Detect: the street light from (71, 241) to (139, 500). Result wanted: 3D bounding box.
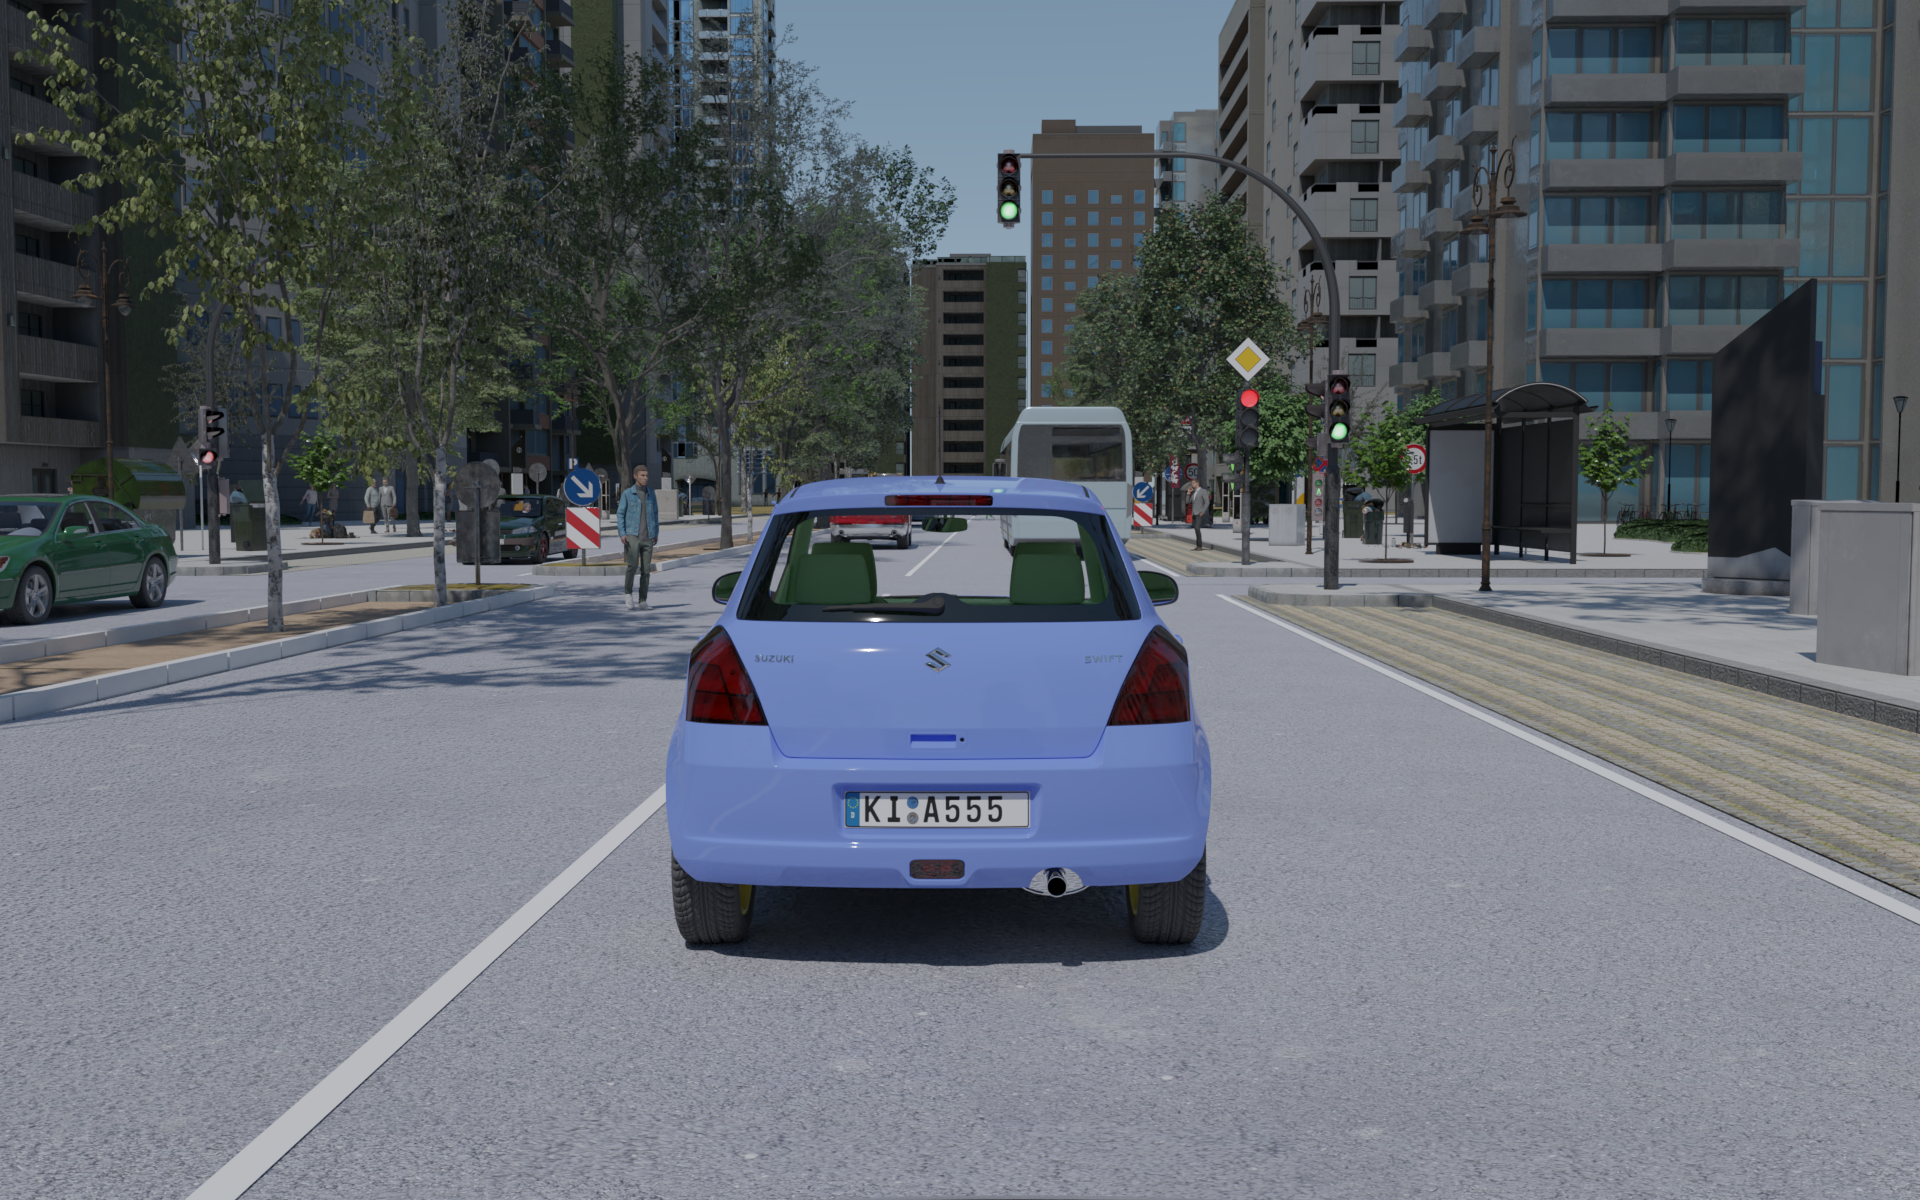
[{"bbox_3d":[-15.707,-3.619,31.954,0.468,5.910,1.993,0,4,1],"label":"street light"}]

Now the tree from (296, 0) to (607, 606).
[{"bbox_3d":[-6.628,-4.234,22.047,4.360,8.622,3.978,0,3,0],"label":"tree"}]

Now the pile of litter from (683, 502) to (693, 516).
[{"bbox_3d":[-16.694,-5.476,103.492,1.719,0.858,1.176,-1,4,-17],"label":"pile of litter"}]

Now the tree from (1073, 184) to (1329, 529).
[{"bbox_3d":[9.047,-9.030,64.641,9.611,12.733,9.660,0,3,0],"label":"tree"}]

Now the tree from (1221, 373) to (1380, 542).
[{"bbox_3d":[8.590,-3.879,47.128,4.285,4.588,4.351,0,3,0],"label":"tree"}]

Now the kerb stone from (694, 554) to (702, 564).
[{"bbox_3d":[-5.508,-0.817,35.652,0.120,0.150,1.000,0,4,1],"label":"kerb stone"}]

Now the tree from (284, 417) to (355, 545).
[{"bbox_3d":[-15.982,-3.003,43.703,1.663,3.219,1.824,0,3,0],"label":"tree"}]

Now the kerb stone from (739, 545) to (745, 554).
[{"bbox_3d":[-5.375,-1.199,41.797,0.120,0.150,1.000,0,4,1],"label":"kerb stone"}]

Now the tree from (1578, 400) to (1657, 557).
[{"bbox_3d":[13.411,-2.505,35.558,1.663,3.219,1.824,0,3,0],"label":"tree"}]

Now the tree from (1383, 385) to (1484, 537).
[{"bbox_3d":[14.184,-4.148,51.529,4.285,4.588,4.351,0,3,0],"label":"tree"}]

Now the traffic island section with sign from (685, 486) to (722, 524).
[{"bbox_3d":[-12.163,-4.593,83.716,1.989,1.847,2.006,0,4,1],"label":"traffic island section with sign"}]

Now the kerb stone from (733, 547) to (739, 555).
[{"bbox_3d":[-5.390,-1.136,40.773,0.120,0.150,1.000,0,4,1],"label":"kerb stone"}]

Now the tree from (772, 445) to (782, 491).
[{"bbox_3d":[-14.120,-11.991,146.408,4.360,8.622,3.978,0,3,0],"label":"tree"}]

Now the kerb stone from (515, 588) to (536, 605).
[{"bbox_3d":[-5.800,-0.035,22.772,0.120,0.150,1.000,0,4,1],"label":"kerb stone"}]

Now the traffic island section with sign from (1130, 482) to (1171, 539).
[{"bbox_3d":[5.744,-2.899,56.028,1.989,1.847,2.006,0,4,1],"label":"traffic island section with sign"}]

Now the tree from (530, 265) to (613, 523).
[{"bbox_3d":[-14.991,-9.219,76.490,9.928,11.665,9.643,0,3,0],"label":"tree"}]

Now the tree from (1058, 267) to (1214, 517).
[{"bbox_3d":[9.685,-11.576,95.922,9.857,13.997,8.962,0,3,0],"label":"tree"}]

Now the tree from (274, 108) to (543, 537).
[{"bbox_3d":[-16.178,-8.120,50.883,7.486,12.596,7.792,0,3,0],"label":"tree"}]

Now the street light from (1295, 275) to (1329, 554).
[{"bbox_3d":[7.424,-3.907,36.669,0.468,5.910,1.993,0,4,1],"label":"street light"}]

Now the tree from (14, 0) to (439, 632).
[{"bbox_3d":[-7.039,-3.951,17.415,4.737,8.622,4.395,0,3,0],"label":"tree"}]

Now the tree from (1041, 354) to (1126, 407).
[{"bbox_3d":[9.957,-12.197,125.168,9.928,11.665,9.643,0,3,0],"label":"tree"}]

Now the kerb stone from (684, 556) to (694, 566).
[{"bbox_3d":[-5.525,-0.760,34.626,0.120,0.150,1.000,0,4,1],"label":"kerb stone"}]

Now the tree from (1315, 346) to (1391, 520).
[{"bbox_3d":[19.458,-8.369,87.193,4.360,8.622,3.978,0,3,0],"label":"tree"}]

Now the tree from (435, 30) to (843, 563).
[{"bbox_3d":[-6.370,-5.923,33.716,8.767,10.594,7.601,0,4,1],"label":"tree"}]

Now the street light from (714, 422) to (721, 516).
[{"bbox_3d":[-14.049,-7.852,101.161,0.468,5.910,1.993,0,4,1],"label":"street light"}]

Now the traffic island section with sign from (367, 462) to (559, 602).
[{"bbox_3d":[-6.815,-0.958,23.798,2.006,1.907,1.989,0,4,1],"label":"traffic island section with sign"}]

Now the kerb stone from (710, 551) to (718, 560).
[{"bbox_3d":[-5.463,-0.948,37.696,0.120,0.150,1.000,0,4,1],"label":"kerb stone"}]

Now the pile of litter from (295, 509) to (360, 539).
[{"bbox_3d":[-18.308,-2.212,50.128,1.719,0.858,1.176,0,4,7],"label":"pile of litter"}]

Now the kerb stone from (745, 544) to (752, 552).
[{"bbox_3d":[-5.345,-1.261,42.819,0.120,0.150,1.000,0,4,1],"label":"kerb stone"}]

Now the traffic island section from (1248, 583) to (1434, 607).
[{"bbox_3d":[5.001,-0.062,23.295,2.009,0.180,2.903,0,4,1],"label":"traffic island section"}]

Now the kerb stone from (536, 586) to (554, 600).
[{"bbox_3d":[-5.773,-0.096,23.799,0.120,0.150,1.000,0,4,1],"label":"kerb stone"}]

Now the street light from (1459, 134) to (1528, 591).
[{"bbox_3d":[6.963,-3.057,22.773,0.468,5.910,1.993,0,4,1],"label":"street light"}]

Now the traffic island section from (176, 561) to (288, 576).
[{"bbox_3d":[-13.657,-0.576,31.704,2.009,0.180,2.903,0,4,1],"label":"traffic island section"}]

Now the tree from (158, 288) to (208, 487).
[{"bbox_3d":[-25.628,-6.692,59.783,4.360,8.622,3.978,0,3,0],"label":"tree"}]

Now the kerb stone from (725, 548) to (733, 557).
[{"bbox_3d":[-5.411,-1.074,39.749,0.120,0.150,1.000,0,4,1],"label":"kerb stone"}]

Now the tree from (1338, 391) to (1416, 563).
[{"bbox_3d":[8.084,-2.320,32.526,1.663,3.219,1.824,0,3,0],"label":"tree"}]

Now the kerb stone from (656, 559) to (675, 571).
[{"bbox_3d":[-5.570,-0.635,32.577,0.120,0.150,1.000,0,4,1],"label":"kerb stone"}]

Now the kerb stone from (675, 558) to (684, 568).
[{"bbox_3d":[-5.548,-0.698,33.601,0.120,0.150,1.000,0,4,1],"label":"kerb stone"}]

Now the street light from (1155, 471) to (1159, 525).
[{"bbox_3d":[8.095,-6.004,70.956,0.468,5.910,1.993,0,4,1],"label":"street light"}]

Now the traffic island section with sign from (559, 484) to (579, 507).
[{"bbox_3d":[-12.779,-2.915,56.294,1.989,1.847,2.006,0,4,1],"label":"traffic island section with sign"}]

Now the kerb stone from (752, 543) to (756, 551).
[{"bbox_3d":[-5.320,-1.322,43.841,0.120,0.150,1.000,0,4,1],"label":"kerb stone"}]

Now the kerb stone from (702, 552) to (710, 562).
[{"bbox_3d":[-5.484,-0.886,36.674,0.120,0.150,1.000,0,4,1],"label":"kerb stone"}]

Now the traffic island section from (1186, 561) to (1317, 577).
[{"bbox_3d":[5.180,-0.550,31.278,2.009,0.180,2.903,0,4,1],"label":"traffic island section"}]

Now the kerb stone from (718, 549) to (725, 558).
[{"bbox_3d":[-5.440,-1.003,38.725,0.120,0.150,1.000,0,4,1],"label":"kerb stone"}]

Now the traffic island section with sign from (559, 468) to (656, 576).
[{"bbox_3d":[-6.639,-1.411,31.203,2.006,1.907,1.989,0,4,1],"label":"traffic island section with sign"}]

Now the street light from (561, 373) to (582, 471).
[{"bbox_3d":[-14.864,-5.731,66.489,0.468,5.910,1.993,0,4,1],"label":"street light"}]
